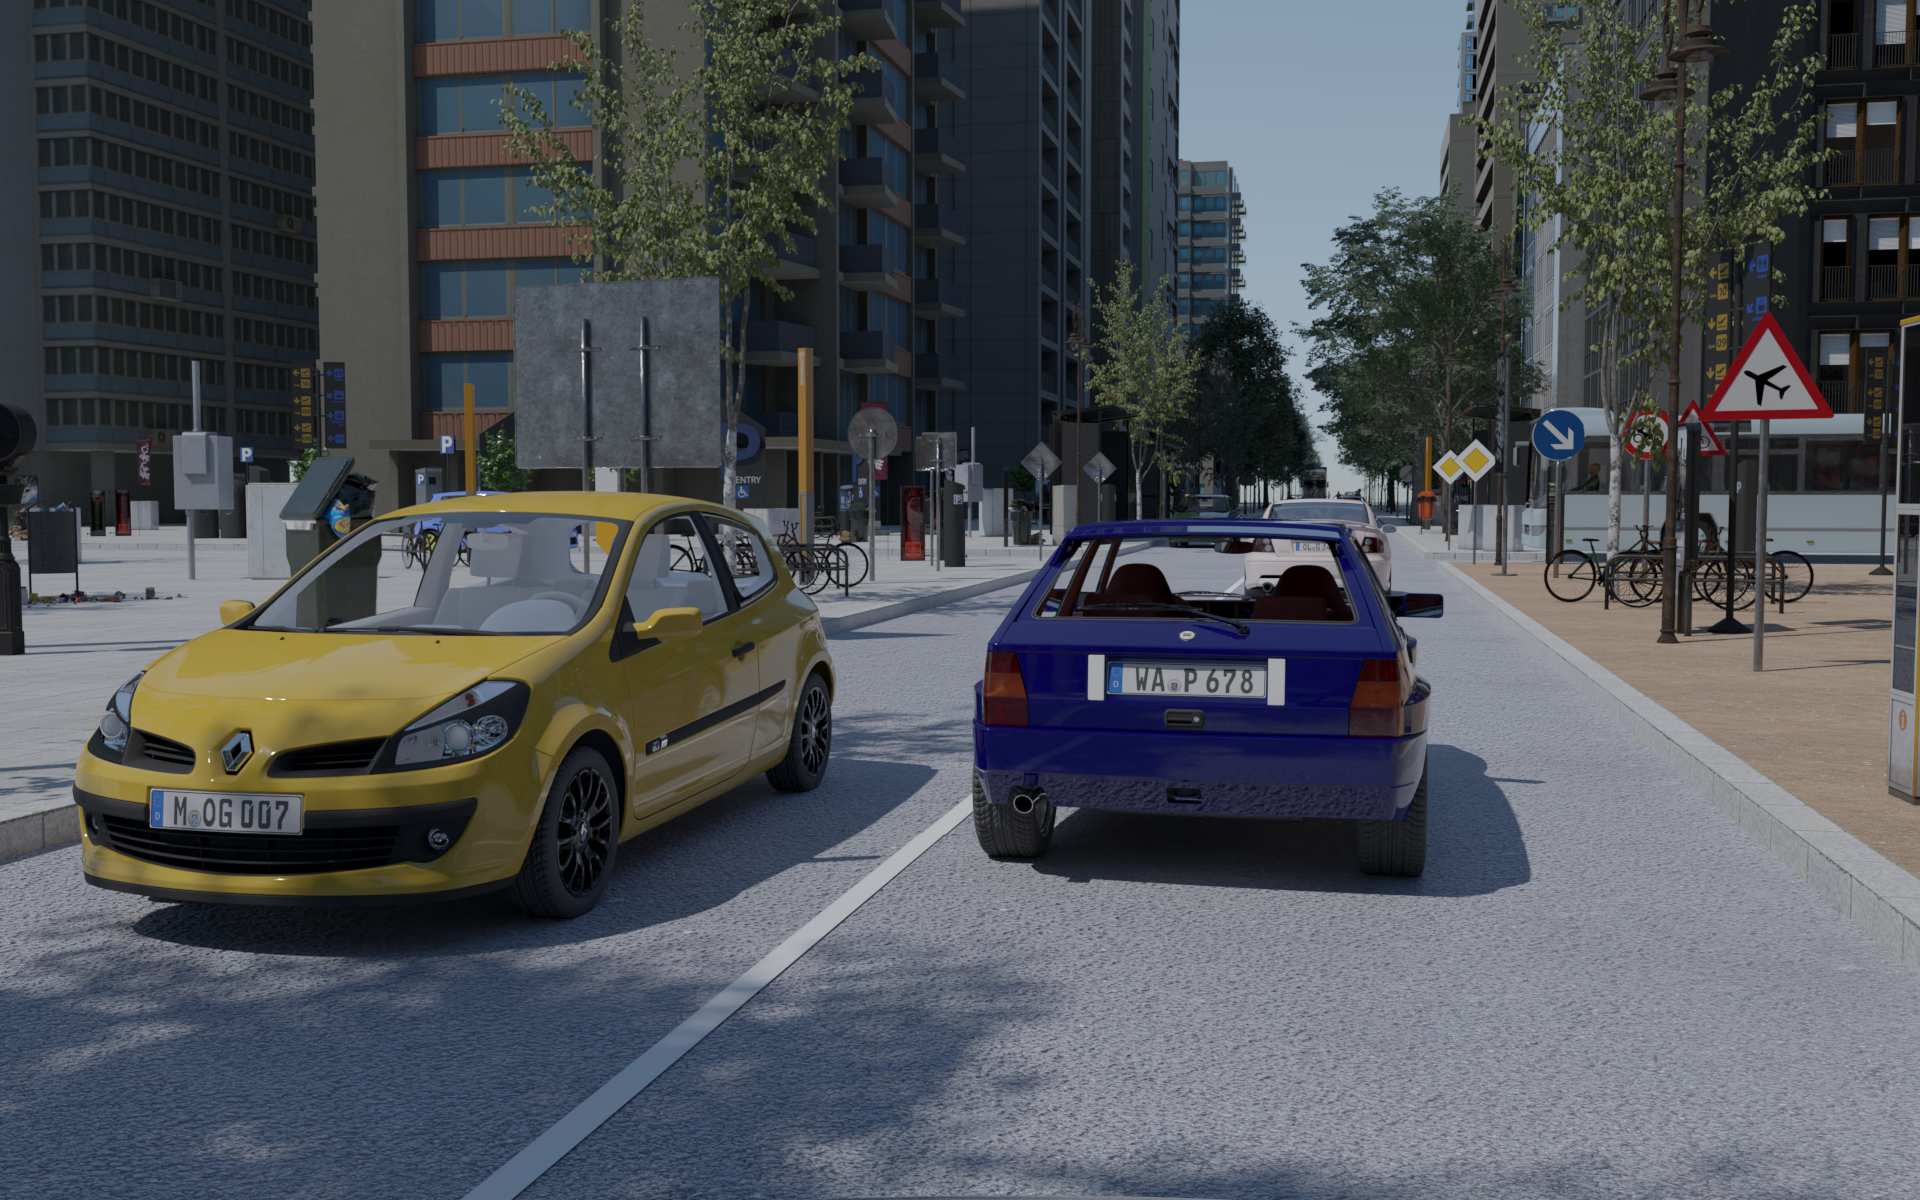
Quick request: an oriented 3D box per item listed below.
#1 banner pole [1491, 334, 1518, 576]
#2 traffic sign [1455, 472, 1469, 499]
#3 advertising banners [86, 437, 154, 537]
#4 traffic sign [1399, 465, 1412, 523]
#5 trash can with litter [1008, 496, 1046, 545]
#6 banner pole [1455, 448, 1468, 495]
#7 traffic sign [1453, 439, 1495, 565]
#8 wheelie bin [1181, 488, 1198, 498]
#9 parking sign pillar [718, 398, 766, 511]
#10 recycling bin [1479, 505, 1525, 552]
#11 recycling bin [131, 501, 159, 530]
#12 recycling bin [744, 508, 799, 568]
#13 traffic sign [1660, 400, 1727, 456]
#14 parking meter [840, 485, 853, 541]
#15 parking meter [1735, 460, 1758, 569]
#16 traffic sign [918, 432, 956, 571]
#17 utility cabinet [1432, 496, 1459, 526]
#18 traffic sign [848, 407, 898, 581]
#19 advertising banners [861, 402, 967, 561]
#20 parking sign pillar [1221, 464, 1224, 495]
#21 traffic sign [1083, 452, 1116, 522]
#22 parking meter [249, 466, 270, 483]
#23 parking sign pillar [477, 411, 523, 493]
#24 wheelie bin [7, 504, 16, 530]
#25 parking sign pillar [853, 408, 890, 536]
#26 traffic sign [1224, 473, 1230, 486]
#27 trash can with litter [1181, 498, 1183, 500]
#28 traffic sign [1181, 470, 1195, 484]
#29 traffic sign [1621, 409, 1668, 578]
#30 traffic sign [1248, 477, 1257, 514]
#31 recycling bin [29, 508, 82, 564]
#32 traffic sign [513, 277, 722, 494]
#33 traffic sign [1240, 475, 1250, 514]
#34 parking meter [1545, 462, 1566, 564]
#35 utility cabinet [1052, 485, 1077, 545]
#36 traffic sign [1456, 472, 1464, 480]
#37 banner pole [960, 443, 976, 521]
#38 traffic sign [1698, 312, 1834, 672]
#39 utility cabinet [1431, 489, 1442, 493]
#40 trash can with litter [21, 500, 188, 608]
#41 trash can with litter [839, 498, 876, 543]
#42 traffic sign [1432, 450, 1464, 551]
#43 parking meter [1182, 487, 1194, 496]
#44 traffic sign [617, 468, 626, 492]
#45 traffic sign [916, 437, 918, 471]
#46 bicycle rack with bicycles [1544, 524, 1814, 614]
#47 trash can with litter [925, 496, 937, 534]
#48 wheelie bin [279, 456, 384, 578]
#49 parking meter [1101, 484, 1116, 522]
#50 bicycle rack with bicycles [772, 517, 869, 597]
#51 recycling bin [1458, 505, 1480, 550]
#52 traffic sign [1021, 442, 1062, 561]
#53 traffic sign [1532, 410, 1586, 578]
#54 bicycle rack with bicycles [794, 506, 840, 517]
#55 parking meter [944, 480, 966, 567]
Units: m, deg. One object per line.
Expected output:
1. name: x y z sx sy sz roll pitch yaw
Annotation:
1. banner pole: 8.430 -2.257 26.926 0.401 3.779 0.863 2 4 34
2. traffic sign: 22.152 -4.689 76.774 0.768 2.556 0.104 1 4 19
3. advertising banners: -25.657 -3.473 52.964 0.090 3.025 2.074 3 5 41
4. traffic sign: 19.539 -4.614 75.541 0.768 2.556 0.104 1 4 18
5. trash can with litter: 1.667 -1.971 43.616 0.624 1.170 1.055 3 5 39
6. banner pole: 24.198 -5.736 83.803 0.863 3.779 0.401 3 5 40
7. traffic sign: 9.351 -1.700 31.445 0.795 2.450 0.064 1 4 13
8. wheelie bin: 11.123 -4.637 83.723 0.980 1.594 0.693 1 4 12
9. parking sign pillar: -5.987 -3.618 47.629 1.447 3.967 1.447 0 4 -6
10. recycling bin: 12.154 -1.601 38.725 0.722 1.027 0.722 2 4 35
11. recycling bin: -29.119 -3.016 61.871 0.722 1.027 0.722 0 4 -6
12. recycling bin: -3.269 -1.071 30.063 0.722 1.027 0.722 -3 5 -43
13. traffic sign: 10.134 -1.469 24.017 0.884 2.594 0.081 1 4 21
14. parking meter: -3.094 -2.379 47.304 0.372 1.533 0.369 0 3 0
15. parking meter: 13.525 -1.476 29.837 0.255 1.863 0.399 0 4 -1
16. traffic sign: -0.359 -1.626 28.720 0.606 2.300 0.079 1 4 20
17. utility cabinet: 19.691 -3.615 70.270 1.020 1.237 0.306 1 4 18
18. traffic sign: -1.294 -1.550 25.443 0.768 2.556 0.104 1 4 14
19. advertising banners: -0.874 -2.257 33.090 2.074 3.025 0.090 -1 4 -14
20. parking sign pillar: 16.563 -7.466 110.533 1.447 3.967 1.447 1 4 14
21. traffic sign: 3.293 -2.285 40.995 0.795 2.450 0.064 1 4 13
22. parking meter: -14.485 -1.845 35.876 0.399 1.863 0.255 2 4 31
23. parking sign pillar: -14.106 -3.954 53.121 1.447 3.967 1.447 -2 4 -27
24. wheelie bin: -33.341 -3.267 61.326 0.980 1.594 0.693 3 5 40
25. parking sign pillar: -2.894 -3.990 53.716 1.447 3.967 1.447 -2 4 -24
26. traffic sign: 16.555 -6.493 106.259 0.768 2.556 0.104 1 4 16
27. trash can with litter: 10.696 -4.521 85.306 0.624 1.170 1.055 3 5 39
28. traffic sign: 11.893 -5.522 90.394 0.768 2.556 0.104 1 4 14
29. traffic sign: 10.100 -1.551 25.469 0.768 2.556 0.104 1 4 18
30. traffic sign: 18.636 -6.788 111.092 0.768 2.556 0.104 1 4 16
31. recycling bin: -16.601 -1.176 31.785 0.722 1.027 0.722 -3 5 -40
32. traffic sign: -3.317 -1.392 16.628 2.265 3.308 0.079 1 4 20
33. traffic sign: 18.146 -6.750 110.463 0.768 2.556 0.104 1 4 13
34. parking meter: 10.917 -1.593 31.752 0.255 1.863 0.399 2 4 31
35. utility cabinet: 2.618 -2.127 43.452 0.318 1.500 1.173 1 4 19
36. traffic sign: 18.140 -3.891 63.730 0.768 2.556 0.104 1 4 22
37. banner pole: 0.377 -5.746 83.959 0.863 3.779 0.401 0 4 -2
38. traffic sign: 5.766 -0.761 12.440 0.884 2.594 0.081 1 4 22
39. utility cabinet: 22.180 -4.455 81.526 1.173 1.500 0.318 3 5 40
40. trash can with litter: -10.356 -0.586 20.641 2.233 1.210 1.678 -3 4 -38
41. trash can with litter: -2.741 -2.114 45.950 0.624 1.170 1.055 2 4 29
42. traffic sign: 11.092 -2.177 39.239 0.795 2.450 0.064 1 4 13
43. parking meter: 8.531 -3.434 64.557 0.372 1.533 0.369 0 3 0
44. traffic sign: -3.347 -1.041 17.129 0.768 2.556 0.104 1 4 21
45. traffic sign: -0.500 -1.760 30.903 0.606 2.300 0.079 1 4 13
46. bicycle rack with bicycles: 8.224 -0.396 19.850 2.925 0.926 2.852 2 4 24
47. trash can with litter: -0.768 -2.755 56.109 1.678 1.210 2.233 2 4 31
48. wheelie bin: -5.314 -0.415 14.701 0.980 1.594 0.693 3 5 42
49. parking meter: 3.794 -2.194 44.286 0.372 1.533 0.369 0 3 0
50. bicycle rack with bicycles: -2.581 -0.560 22.537 2.925 0.926 2.852 0 4 -6
51. recycling bin: 12.017 -1.683 40.066 0.722 1.027 0.722 -1 4 -14
52. traffic sign: 1.552 -1.808 33.202 0.795 2.450 0.064 1 4 13
53. traffic sign: 9.085 -1.603 26.320 0.768 2.556 0.104 1 4 22
54. bicycle rack with bicycles: -4.409 -2.288 50.795 2.925 0.926 2.852 0 4 1
55. parking meter: -0.091 -1.348 30.454 0.372 1.533 0.369 0 3 0
